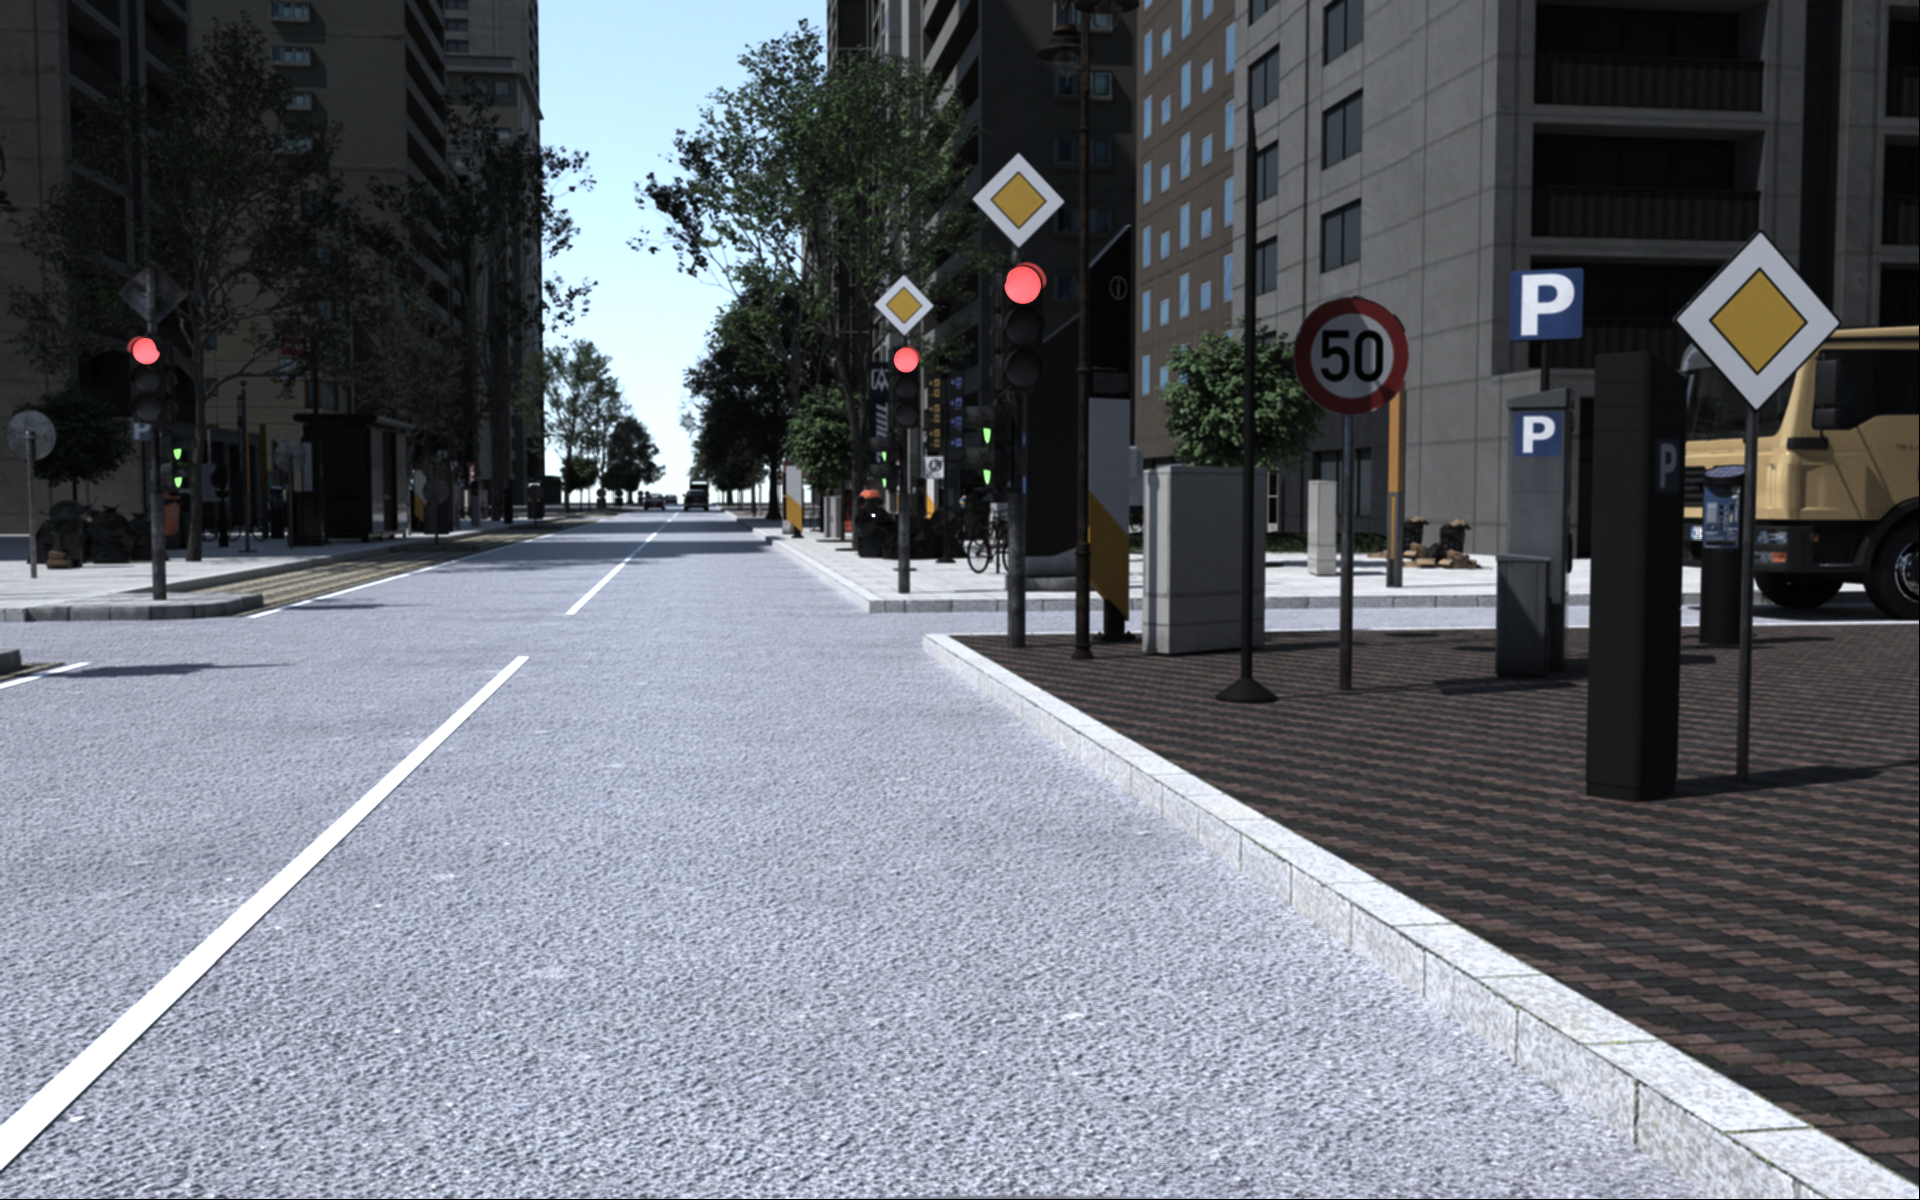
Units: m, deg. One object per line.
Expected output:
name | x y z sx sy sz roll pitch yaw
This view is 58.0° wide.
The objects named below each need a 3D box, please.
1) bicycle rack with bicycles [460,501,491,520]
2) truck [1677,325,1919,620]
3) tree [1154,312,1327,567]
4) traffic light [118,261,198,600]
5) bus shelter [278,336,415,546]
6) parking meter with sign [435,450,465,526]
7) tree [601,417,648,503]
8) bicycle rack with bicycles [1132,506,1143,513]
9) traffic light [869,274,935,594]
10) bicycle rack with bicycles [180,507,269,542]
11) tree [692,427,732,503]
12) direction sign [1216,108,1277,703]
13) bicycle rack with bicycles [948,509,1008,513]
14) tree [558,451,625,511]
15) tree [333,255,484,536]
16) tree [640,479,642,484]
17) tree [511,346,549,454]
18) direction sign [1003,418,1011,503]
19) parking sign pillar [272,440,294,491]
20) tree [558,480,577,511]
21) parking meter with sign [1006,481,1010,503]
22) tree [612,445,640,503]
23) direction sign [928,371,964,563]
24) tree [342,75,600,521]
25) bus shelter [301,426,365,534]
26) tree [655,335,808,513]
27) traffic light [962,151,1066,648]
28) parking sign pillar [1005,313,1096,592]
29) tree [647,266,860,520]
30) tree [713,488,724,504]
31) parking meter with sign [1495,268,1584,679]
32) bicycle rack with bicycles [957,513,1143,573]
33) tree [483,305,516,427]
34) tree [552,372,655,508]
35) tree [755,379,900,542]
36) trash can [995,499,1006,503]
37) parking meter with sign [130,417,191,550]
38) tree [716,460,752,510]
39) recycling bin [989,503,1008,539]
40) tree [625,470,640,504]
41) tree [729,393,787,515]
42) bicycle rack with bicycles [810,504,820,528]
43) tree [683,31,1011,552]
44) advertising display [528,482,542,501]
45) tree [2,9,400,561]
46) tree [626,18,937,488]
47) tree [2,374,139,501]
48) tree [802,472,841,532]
bicycle rack with bicycles | -24.429 -4.480 86.636 2.925 0.926 2.852 -3 4 -36
truck | 12.828 -1.535 21.020 9.791 3.379 3.469 -1 4 -8
tree | 5.008 -2.877 30.759 4.285 4.588 4.351 0 3 0
traffic light | -9.698 -1.957 20.911 0.839 4.253 0.868 -1 4 -9
bus shelter | -16.500 -4.218 46.591 2.179 5.291 8.768 -1 4 -8
parking meter with sign | -20.277 -4.432 68.729 0.543 3.016 1.738 0 4 -1
tree | -47.810 -20.450 251.367 9.611 12.733 9.660 0 3 0
bicycle rack with bicycles | 7.172 -2.666 56.966 2.852 0.926 2.925 1 4 17
traffic light | -0.741 -2.040 22.278 0.839 4.253 0.868 -1 4 -9
bicycle rack with bicycles | -20.437 -2.023 46.452 2.925 0.926 2.852 2 4 29
tree | -26.764 -17.142 198.391 7.486 12.596 7.792 0 3 0
direction sign | 1.785 -1.143 10.691 0.379 3.537 0.876 1 4 11
bicycle rack with bicycles | 0.631 -1.718 41.464 2.852 0.926 2.925 -1 4 -14
tree | -28.111 -8.829 128.062 4.285 4.588 4.351 0 3 0
tree | -17.006 -6.284 53.113 4.360 8.622 3.978 0 3 0
tree | -43.976 -15.115 230.849 4.285 4.588 4.351 0 3 0
tree | -25.667 -11.471 113.298 9.928 11.665 9.643 0 3 0
direction sign | 1.314 -3.643 51.564 0.379 3.537 0.876 2 4 34
parking sign pillar | -33.762 -5.989 86.393 1.447 3.967 1.447 1 4 8
tree | -29.987 -8.422 132.300 1.663 3.219 1.824 0 3 0
parking meter with sign | 2.190 -4.820 75.064 0.543 3.016 1.738 0 4 6
tree | -46.503 -17.806 241.486 4.360 8.622 3.978 0 3 0
direction sign | -0.267 -2.461 32.234 0.876 3.537 0.379 3 5 41
tree | -23.046 -13.784 81.263 12.611 20.169 13.585 0 3 0
bus shelter | -20.637 -4.107 58.439 1.731 3.624 6.357 -1 4 -9
tree | -13.860 -12.547 115.515 12.009 13.543 11.850 0 3 0
traffic light | 0.454 -1.557 14.382 0.839 4.253 0.868 -1 4 -9
parking sign pillar | 1.330 -2.130 23.297 1.447 3.967 1.447 -2 4 -31
tree | -9.371 -10.411 87.231 9.611 12.733 9.660 0 3 0
tree | -29.972 -16.483 219.867 4.737 8.622 4.395 0 3 0
parking meter with sign | 4.251 -1.010 12.770 0.543 3.016 1.738 1 4 22
bicycle rack with bicycles | 1.769 -0.860 27.450 2.852 0.926 2.925 -2 4 -28
tree | -18.198 -6.870 62.683 4.360 8.622 3.978 0 3 0
tree | -34.250 -15.580 165.103 12.009 13.543 11.850 0 3 0
tree | -3.153 -3.853 46.716 4.285 4.588 4.351 0 3 0
trash can | 1.419 -2.527 52.970 0.748 1.137 0.748 0 3 0
parking meter with sign | -18.344 -2.671 39.937 0.543 3.016 1.738 0 4 5
tree | -18.222 -9.783 143.663 4.285 4.588 4.351 0 3 0
recycling bin | 1.165 -2.286 49.936 0.722 1.027 0.722 -2 4 -30
tree | -39.134 -12.956 195.549 4.285 4.588 4.351 0 3 0
tree | -11.924 -9.397 104.000 4.360 8.622 3.978 0 3 0
bicycle rack with bicycles | -4.303 -3.185 65.459 2.852 0.926 2.925 1 4 19
tree | -2.318 -6.923 38.951 9.928 11.665 9.643 0 3 0
advertising display | -23.302 -5.490 94.971 0.974 1.923 0.123 2 4 34
tree | -14.304 -6.020 32.844 7.601 10.594 8.767 -1 4 -20
tree | -7.417 -13.205 71.793 12.611 20.169 13.585 0 3 0
tree | -24.447 -3.906 47.571 4.285 4.588 4.351 0 3 0
tree | -4.799 -3.973 59.552 1.663 3.219 1.824 0 3 0
